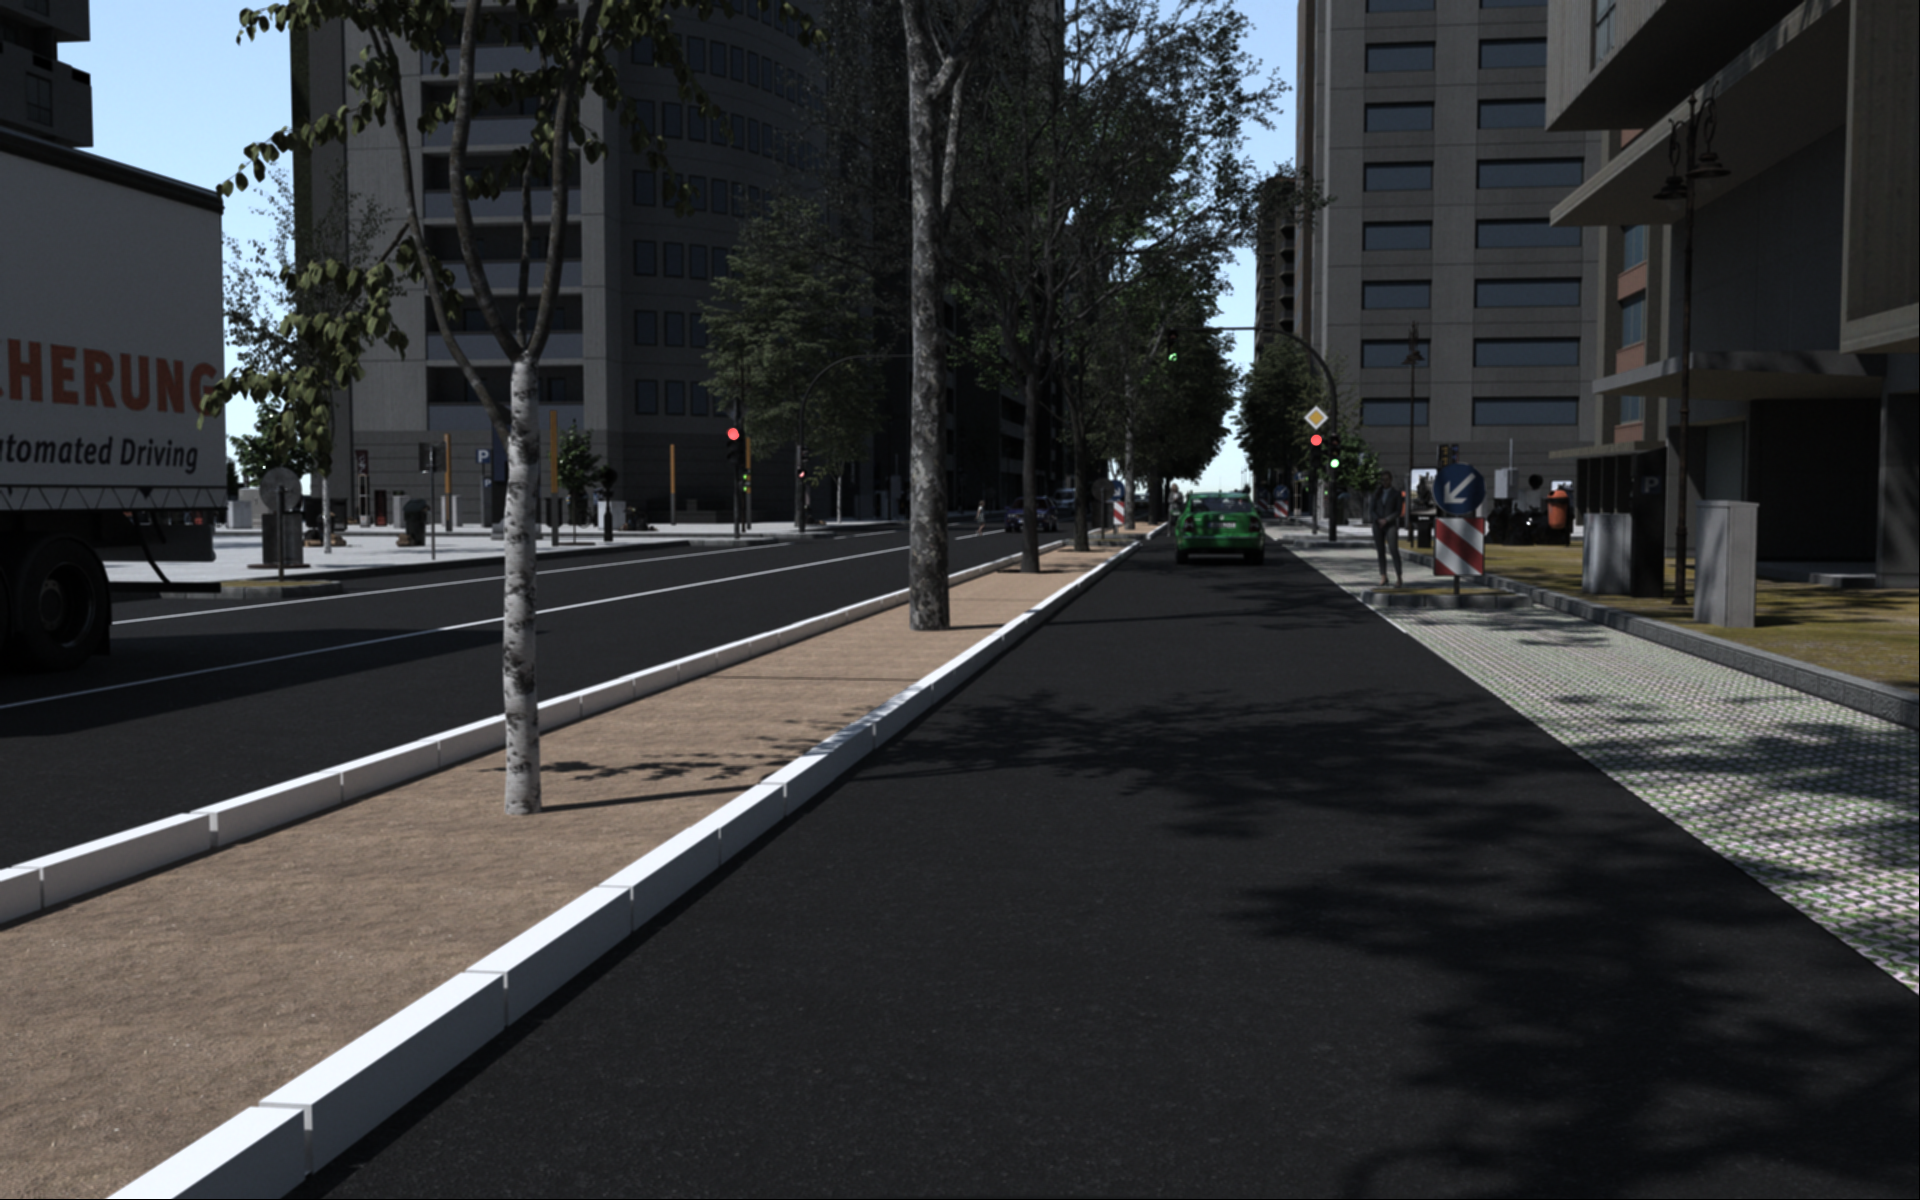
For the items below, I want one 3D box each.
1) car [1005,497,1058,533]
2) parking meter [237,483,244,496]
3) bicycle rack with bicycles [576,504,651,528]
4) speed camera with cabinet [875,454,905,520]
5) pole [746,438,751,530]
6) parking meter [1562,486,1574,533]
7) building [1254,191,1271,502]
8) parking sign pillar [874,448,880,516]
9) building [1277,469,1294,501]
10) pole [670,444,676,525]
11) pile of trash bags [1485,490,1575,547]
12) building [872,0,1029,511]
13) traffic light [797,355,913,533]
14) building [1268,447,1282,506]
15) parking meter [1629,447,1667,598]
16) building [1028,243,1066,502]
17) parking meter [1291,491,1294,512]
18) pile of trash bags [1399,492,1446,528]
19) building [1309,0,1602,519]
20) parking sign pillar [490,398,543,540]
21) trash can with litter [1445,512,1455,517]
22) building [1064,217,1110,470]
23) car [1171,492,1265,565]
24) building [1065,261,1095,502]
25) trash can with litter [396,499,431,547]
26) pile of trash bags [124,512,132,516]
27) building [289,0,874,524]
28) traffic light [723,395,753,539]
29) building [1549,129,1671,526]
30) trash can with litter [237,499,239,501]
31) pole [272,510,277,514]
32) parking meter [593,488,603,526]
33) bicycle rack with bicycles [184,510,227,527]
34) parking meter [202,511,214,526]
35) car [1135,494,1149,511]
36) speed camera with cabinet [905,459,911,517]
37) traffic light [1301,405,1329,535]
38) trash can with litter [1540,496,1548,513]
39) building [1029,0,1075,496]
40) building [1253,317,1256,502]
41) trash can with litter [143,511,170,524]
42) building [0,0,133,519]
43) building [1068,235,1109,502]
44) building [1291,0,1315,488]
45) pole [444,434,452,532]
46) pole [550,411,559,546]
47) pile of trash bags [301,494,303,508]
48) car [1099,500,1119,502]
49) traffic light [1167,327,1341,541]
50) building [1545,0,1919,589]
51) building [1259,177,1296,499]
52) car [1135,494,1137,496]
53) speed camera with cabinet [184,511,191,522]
[{"bbox_3d":[2.723,-3.254,65.789,1.945,1.354,3.894,1,4,9],"label":"car"},{"bbox_3d":[-37.671,-5.199,90.713,0.255,1.863,0.399,0,4,0],"label":"parking meter"},{"bbox_3d":[-13.122,-3.215,65.955,2.925,0.926,2.852,-1,4,-16],"label":"bicycle rack with bicycles"},{"bbox_3d":[-3.590,-5.607,86.013,0.660,3.252,2.038,-2,4,-25],"label":"speed camera with cabinet"},{"bbox_3d":[-7.641,-4.205,62.598,0.158,3.312,0.155,0,3,0],"label":"pole"},{"bbox_3d":[19.815,-2.940,56.481,0.372,1.533,0.369,0,3,0],"label":"parking meter"},{"bbox_3d":[55.261,-38.868,259.190,21.300,48.544,21.600,1,4,8],"label":"building"},{"bbox_3d":[-4.970,-6.919,101.601,1.447,3.967,1.447,-1,4,-10],"label":"parking sign pillar"},{"bbox_3d":[40.300,-44.095,159.197,20.563,71.187,20.611,1,4,8],"label":"building"},{"bbox_3d":[-11.797,-4.733,71.228,0.158,3.312,0.155,0,3,0],"label":"pole"},{"bbox_3d":[14.398,-2.047,43.225,1.912,1.369,3.447,0,4,-2],"label":"pile of trash bags"},{"bbox_3d":[-6.003,-31.808,143.770,21.300,48.544,21.600,1,4,8],"label":"building"},{"bbox_3d":[-3.124,-5.032,56.935,4.771,5.953,1.251,1,4,8],"label":"traffic light"},{"bbox_3d":[45.077,-53.317,184.408,22.319,86.520,31.000,1,4,8],"label":"building"},{"bbox_3d":[8.488,-0.960,21.399,0.399,1.863,0.255,1,4,10],"label":"parking meter"},{"bbox_3d":[4.503,-26.007,196.916,14.160,30.474,14.107,1,4,8],"label":"building"},{"bbox_3d":[23.929,-7.084,124.239,0.372,1.533,0.369,0,3,0],"label":"parking meter"},{"bbox_3d":[17.133,-3.356,64.626,1.912,1.369,3.447,3,4,36],"label":"pile of trash bags"},{"bbox_3d":[31.334,-34.169,100.659,21.231,58.520,28.212,1,4,8],"label":"building"},{"bbox_3d":[-12.472,-3.680,48.642,1.447,3.967,1.447,0,4,-7],"label":"parking sign pillar"},{"bbox_3d":[17.164,-2.997,60.382,0.624,1.170,1.055,2,4,31],"label":"trash can with litter"},{"bbox_3d":[16.906,-38.617,281.504,14.600,45.320,14.200,1,4,8],"label":"building"},{"bbox_3d":[5.449,-1.703,36.644,1.959,1.807,4.718,0,4,6],"label":"car"},{"bbox_3d":[2.922,-34.127,249.865,32.217,40.220,23.993,1,4,8],"label":"building"},{"bbox_3d":[-13.397,-1.901,42.462,0.624,1.170,1.055,0,4,5],"label":"trash can with litter"},{"bbox_3d":[-53.017,-6.246,111.871,3.447,1.369,1.912,-1,4,-21],"label":"pile of trash bags"},{"bbox_3d":[-17.370,-33.277,86.082,21.231,58.520,28.212,1,4,8],"label":"building"},{"bbox_3d":[-6.346,-3.693,49.295,0.839,4.253,0.868,1,4,8],"label":"traffic light"},{"bbox_3d":[37.680,-25.006,63.479,28.867,44.769,22.147,1,4,8],"label":"building"},{"bbox_3d":[-36.111,-4.612,86.791,0.624,1.170,1.055,1,4,21],"label":"trash can with litter"},{"bbox_3d":[-26.287,-4.434,66.340,0.158,3.312,0.155,0,3,0],"label":"pole"},{"bbox_3d":[-14.379,-3.698,68.867,0.372,1.533,0.369,0,3,0],"label":"parking meter"},{"bbox_3d":[-28.681,-3.331,67.839,2.925,0.926,2.852,3,5,41],"label":"bicycle rack with bicycles"},{"bbox_3d":[-27.623,-3.375,63.589,0.372,1.533,0.369,0,3,0],"label":"parking meter"},{"bbox_3d":[15.748,-8.490,149.037,2.015,1.641,3.980,1,4,10],"label":"car"},{"bbox_3d":[-3.059,-6.254,96.584,0.660,3.252,2.038,3,4,38],"label":"speed camera with cabinet"},{"bbox_3d":[11.238,-4.033,54.853,0.839,4.253,0.868,1,4,8],"label":"traffic light"},{"bbox_3d":[26.909,-4.274,80.937,2.233,1.210,1.678,3,4,38],"label":"trash can with litter"},{"bbox_3d":[5.197,-48.187,226.104,20.563,71.187,20.611,1,4,8],"label":"building"},{"bbox_3d":[54.274,-30.996,278.477,14.160,30.474,14.107,1,4,8],"label":"building"},{"bbox_3d":[-21.572,-2.164,46.762,0.624,1.170,1.055,0,4,-3],"label":"trash can with litter"},{"bbox_3d":[-57.521,-29.882,77.806,27.495,52.752,28.713,1,4,8],"label":"building"},{"bbox_3d":[15.572,-35.716,267.558,14.154,41.232,14.086,1,4,8],"label":"building"},{"bbox_3d":[34.993,-30.145,142.975,14.600,45.320,14.200,1,4,8],"label":"building"},{"bbox_3d":[-17.393,-3.977,58.865,0.158,3.312,0.155,0,3,0],"label":"pole"},{"bbox_3d":[-9.933,-2.971,42.416,0.158,3.312,0.155,0,3,0],"label":"pole"},{"bbox_3d":[-38.352,-5.768,104.054,3.447,1.369,1.912,-3,5,-42],"label":"pile of trash bags"},{"bbox_3d":[15.400,-10.170,178.634,2.083,1.381,4.827,1,4,10],"label":"car"},{"bbox_3d":[8.015,-4.430,47.106,4.771,5.953,1.251,1,4,8],"label":"traffic light"},{"bbox_3d":[23.331,-26.315,19.491,28.713,52.752,27.495,1,4,8],"label":"building"},{"bbox_3d":[51.869,-35.414,233.639,22.147,44.769,28.867,1,4,8],"label":"building"},{"bbox_3d":[20.382,-12.048,205.785,1.959,1.807,4.718,1,4,9],"label":"car"},{"bbox_3d":[-35.703,-5.296,80.926,0.660,3.252,2.038,0,4,1],"label":"speed camera with cabinet"}]
